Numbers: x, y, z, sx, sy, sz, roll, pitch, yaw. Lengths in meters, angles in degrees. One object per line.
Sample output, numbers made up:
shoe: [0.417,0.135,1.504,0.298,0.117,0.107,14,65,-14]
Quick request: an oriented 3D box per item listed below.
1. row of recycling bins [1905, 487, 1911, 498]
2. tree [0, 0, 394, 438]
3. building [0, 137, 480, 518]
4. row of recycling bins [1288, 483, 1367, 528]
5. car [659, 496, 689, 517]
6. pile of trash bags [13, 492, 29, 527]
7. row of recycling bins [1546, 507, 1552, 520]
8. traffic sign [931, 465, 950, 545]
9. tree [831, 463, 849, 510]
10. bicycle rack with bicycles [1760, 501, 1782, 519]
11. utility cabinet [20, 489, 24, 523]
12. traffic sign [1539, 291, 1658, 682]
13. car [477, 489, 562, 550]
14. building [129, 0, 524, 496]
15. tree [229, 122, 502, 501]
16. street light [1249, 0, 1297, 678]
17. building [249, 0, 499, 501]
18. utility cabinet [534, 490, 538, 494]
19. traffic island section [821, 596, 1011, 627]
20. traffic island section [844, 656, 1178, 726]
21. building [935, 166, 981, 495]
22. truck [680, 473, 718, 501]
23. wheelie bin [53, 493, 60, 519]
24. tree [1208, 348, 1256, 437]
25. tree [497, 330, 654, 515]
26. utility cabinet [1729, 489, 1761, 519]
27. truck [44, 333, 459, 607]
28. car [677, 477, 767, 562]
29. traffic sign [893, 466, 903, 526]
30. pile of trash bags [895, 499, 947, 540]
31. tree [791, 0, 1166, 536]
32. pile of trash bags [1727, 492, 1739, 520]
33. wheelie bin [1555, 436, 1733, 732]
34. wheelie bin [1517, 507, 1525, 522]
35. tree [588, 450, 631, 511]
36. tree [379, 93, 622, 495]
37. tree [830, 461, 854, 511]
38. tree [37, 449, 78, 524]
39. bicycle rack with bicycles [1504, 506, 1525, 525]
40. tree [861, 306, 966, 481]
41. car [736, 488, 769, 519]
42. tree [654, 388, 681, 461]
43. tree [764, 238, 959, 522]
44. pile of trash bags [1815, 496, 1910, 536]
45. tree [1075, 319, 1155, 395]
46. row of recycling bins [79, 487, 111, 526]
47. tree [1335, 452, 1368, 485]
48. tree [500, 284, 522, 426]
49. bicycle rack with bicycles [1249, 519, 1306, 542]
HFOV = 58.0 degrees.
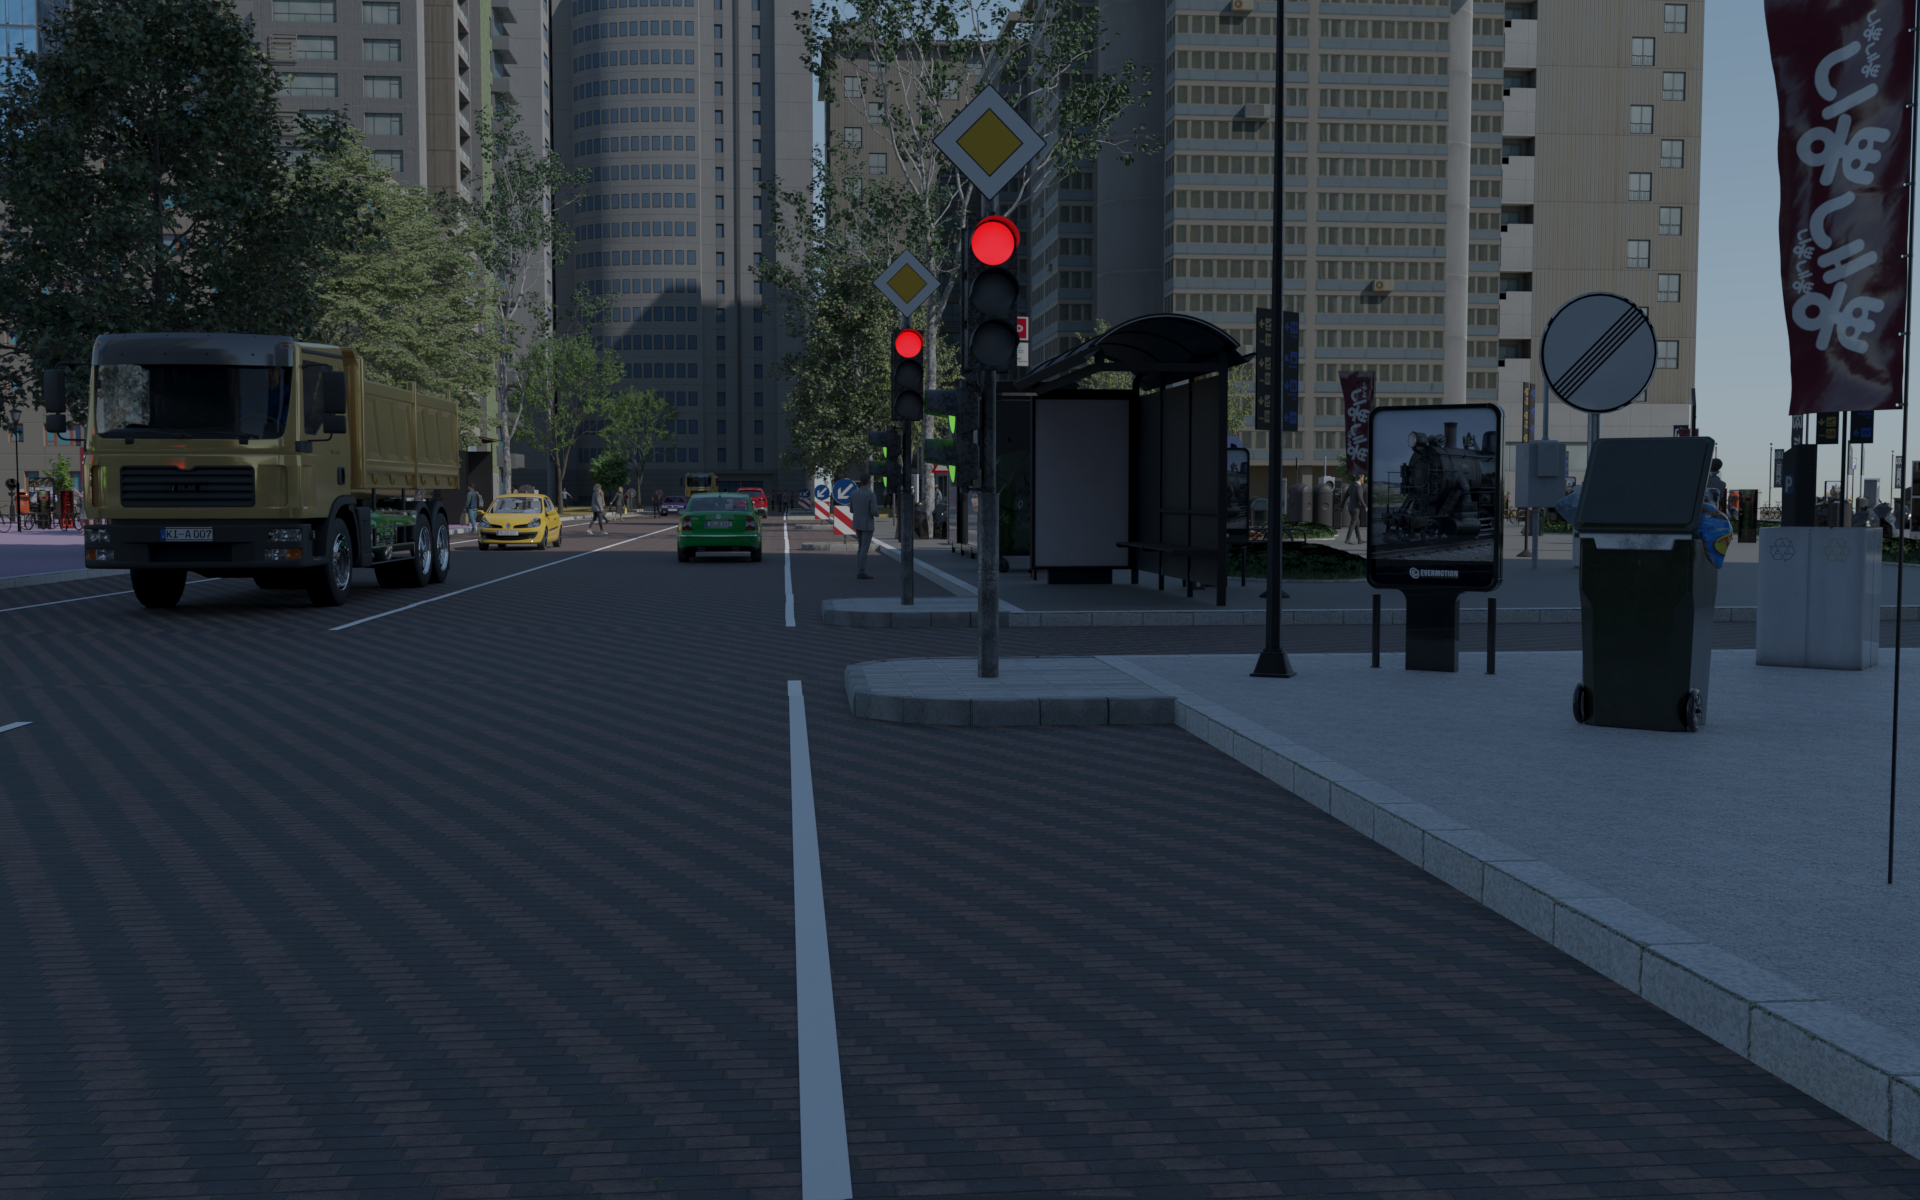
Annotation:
row of recycling bins: [52.204,-5.232,92.653,3.534,1.692,1.069,-1,4,-9]
tree: [-17.043,-7.320,36.684,9.611,12.733,9.660,0,3,0]
building: [-46.008,-15.935,105.583,27.650,21.520,28.899,0,4,-6]
row of recycling bins: [14.283,-3.625,66.377,3.534,1.692,1.069,-1,4,-18]
car: [-18.390,-6.066,111.761,1.945,1.354,3.894,0,4,-4]
pile of trash bags: [-37.945,-3.515,67.214,3.447,1.369,1.912,-1,4,-18]
row of recycling bins: [23.882,-3.790,69.074,1.069,1.692,3.534,3,5,40]
traffic sign: [-0.292,-2.674,43.722,0.884,2.594,0.081,0,4,-5]
tree: [-11.049,-14.022,155.016,9.928,11.665,9.643,0,3,0]
bicycle rack with bicycles: [41.224,-4.584,88.337,2.925,0.926,2.852,1,4,13]
utility cabinet: [-40.738,-4.061,75.083,0.318,1.500,1.173,-2,4,-30]
traffic sign: [4.025,-0.667,11.015,0.768,2.556,0.104,0,4,-3]
car: [-11.519,-2.151,45.393,2.015,1.641,3.980,0,4,-5]
building: [-52.848,-32.089,144.259,30.456,49.044,23.786,0,4,-6]
tree: [-19.196,-8.254,53.074,7.486,12.596,7.792,0,3,0]
street light: [1.673,-2.414,12.003,1.470,5.913,1.316,0,4,-6]
building: [-42.380,-27.117,126.964,14.154,41.232,14.086,0,4,-6]
utility cabinet: [-21.735,-4.840,87.806,0.318,1.500,1.173,-3,4,-38]
traffic island section: [-0.589,0.133,20.105,2.009,0.180,2.903,0,4,-6]
traffic island section: [0.220,0.619,12.161,2.009,0.180,2.903,0,4,-6]
building: [4.606,-23.486,155.690,14.160,30.474,14.107,0,4,-6]
truck: [-23.906,-10.046,160.177,3.469,3.379,9.791,0,4,-5]
wheelie bin: [-45.700,-4.894,87.922,0.693,1.594,0.980,-1,4,-19]
tree: [12.881,-8.327,86.504,4.737,8.622,4.395,0,3,0]
tree: [-24.954,-11.170,108.385,9.928,11.665,9.643,0,3,0]
utility cabinet: [32.976,-3.923,72.827,1.173,1.500,0.318,3,5,42]
truck: [-9.296,-1.726,24.145,3.469,3.379,9.791,0,4,-4]
car: [-5.223,-1.783,37.948,1.959,1.807,4.718,0,4,-6]
traffic sign: [-2.655,-4.250,69.597,0.768,2.556,0.104,0,4,0]
pile of trash bags: [-0.168,-2.424,49.381,3.447,1.369,1.912,0,4,1]
tree: [-0.127,-12.066,53.162,12.611,20.169,13.585,0,3,0]
pile of trash bags: [27.241,-3.212,62.269,3.447,1.369,1.912,-3,5,-43]
wheelie bin: [3.802,-0.105,9.632,0.980,1.594,0.693,3,4,36]
wheelie bin: [26.287,-4.446,80.606,0.693,1.594,0.980,2,4,31]
tree: [-28.541,-9.616,140.927,4.285,4.588,4.351,0,3,0]
tree: [-23.002,-13.978,84.421,12.611,20.169,13.585,0,3,0]
tree: [-9.413,-10.989,130.029,4.360,8.622,3.978,0,3,0]
tree: [-38.750,-4.910,74.881,1.663,3.219,1.824,0,3,0]
bicycle rack with bicycles: [23.480,-3.682,73.588,2.925,0.926,2.852,-2,4,-28]
tree: [-1.864,-7.010,64.975,4.737,8.622,4.395,0,3,0]
car: [-12.461,-5.761,102.859,2.281,1.827,5.304,0,4,-6]
tree: [-30.221,-14.524,163.225,9.928,11.665,9.643,0,3,0]
tree: [-4.226,-9.858,78.180,9.611,12.733,9.660,0,3,0]
pile of trash bags: [24.213,-2.336,47.943,1.912,1.369,3.447,-1,4,-21]
tree: [6.413,-7.448,72.144,4.737,8.622,4.395,0,3,0]
row of recycling bins: [-33.998,-3.890,70.706,3.534,1.692,1.069,-1,4,-20]
tree: [21.784,-6.645,92.355,4.285,4.588,4.351,0,3,0]
tree: [-20.144,-8.909,63.796,7.486,12.596,7.792,0,3,0]
bicycle rack with bicycles: [5.632,-1.317,34.917,2.925,0.926,2.852,0,4,-6]
